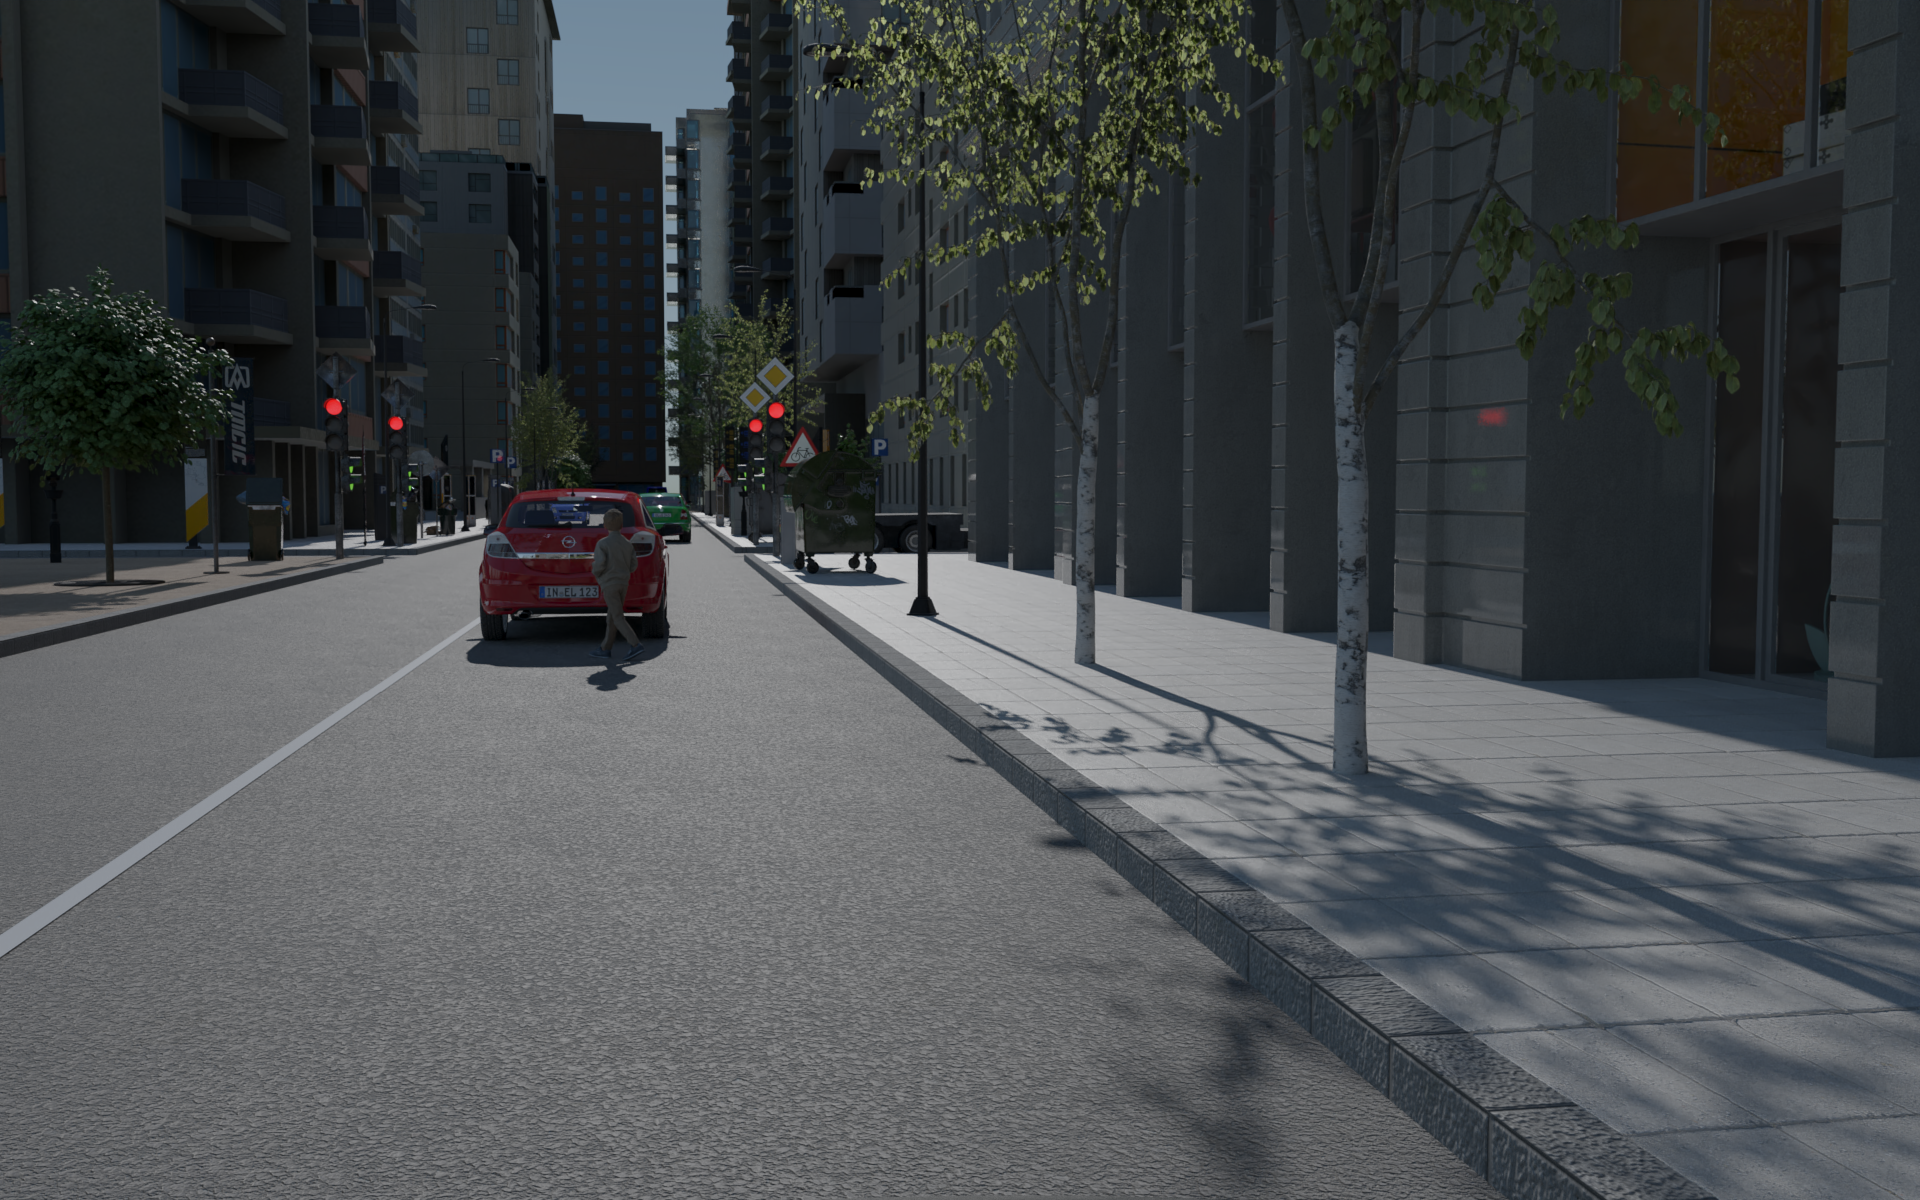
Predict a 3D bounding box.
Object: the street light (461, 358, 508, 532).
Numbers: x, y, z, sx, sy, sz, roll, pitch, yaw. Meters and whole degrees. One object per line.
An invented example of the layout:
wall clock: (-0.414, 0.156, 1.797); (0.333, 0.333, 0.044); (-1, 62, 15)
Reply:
street light: (-16.448, -5.310, 59.364); (1.470, 5.913, 1.316); (-1, 4, -10)

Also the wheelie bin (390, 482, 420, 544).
wheelie bin: (-14.396, -2.260, 44.852); (0.693, 1.594, 0.980); (-3, 4, -37)

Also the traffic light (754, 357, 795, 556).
traffic light: (-3.802, -2.853, 35.566); (0.839, 4.253, 0.868); (-1, 4, -10)

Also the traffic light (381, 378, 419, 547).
traffic light: (-13.584, -3.245, 41.983); (0.839, 4.253, 0.868); (-1, 4, -10)

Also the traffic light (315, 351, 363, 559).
traffic light: (-12.238, -2.764, 34.112); (0.839, 4.253, 0.868); (-1, 4, -10)

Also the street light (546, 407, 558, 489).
street light: (-22.145, -7.334, 92.458); (1.470, 5.913, 1.316); (-1, 4, -10)

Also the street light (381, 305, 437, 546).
street light: (-13.523, -4.282, 42.556); (1.470, 5.913, 1.316); (-1, 4, -10)

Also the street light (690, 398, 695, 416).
street light: (-12.180, -6.805, 83.808); (1.470, 5.913, 1.316); (-1, 4, -10)

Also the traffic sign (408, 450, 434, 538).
traffic sign: (-15.565, -3.053, 50.030); (0.768, 2.556, 0.104); (0, 4, -1)

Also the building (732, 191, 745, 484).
building: (-14.433, -23.979, 163.756); (14.160, 30.474, 14.107); (-1, 4, -10)

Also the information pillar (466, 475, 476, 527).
information pillar: (-19.186, -3.878, 67.895); (0.304, 2.012, 0.304); (-3, 5, -43)

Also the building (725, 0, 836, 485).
building: (-7.747, -29.816, 142.115); (22.147, 44.769, 28.867); (-1, 4, -10)

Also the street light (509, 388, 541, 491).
street light: (-19.319, -6.322, 75.913); (1.470, 5.913, 1.316); (-1, 4, -10)

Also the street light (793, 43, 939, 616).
street light: (-0.929, -2.787, 18.113); (1.470, 5.913, 1.316); (-1, 4, -10)

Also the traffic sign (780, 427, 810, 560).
traffic sign: (-3.035, -2.048, 33.495); (0.884, 2.594, 0.081); (0, 4, -7)

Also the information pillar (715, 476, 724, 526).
information pillar: (-9.742, -4.019, 70.207); (0.304, 2.012, 0.304); (-1, 4, -17)

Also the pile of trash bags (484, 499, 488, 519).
pile of trash bags: (-23.167, -4.781, 87.921); (1.912, 1.369, 3.447); (-2, 4, -23)

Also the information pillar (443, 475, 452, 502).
information pillar: (-19.374, -3.730, 65.480); (0.304, 2.012, 0.304); (-1, 4, -14)

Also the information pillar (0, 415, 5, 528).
information pillar: (-22.572, -2.995, 40.319); (0.504, 3.616, 0.183); (-1, 4, -20)

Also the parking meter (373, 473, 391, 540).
parking meter: (-16.034, -2.591, 48.067); (0.399, 1.863, 0.255); (-3, 5, -43)

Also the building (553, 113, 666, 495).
building: (-42.685, -34.115, 207.885); (14.200, 45.320, 14.600); (-1, 4, -10)

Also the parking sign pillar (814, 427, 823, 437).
parking sign pillar: (-5.758, -5.007, 70.337); (1.447, 3.967, 1.447); (-2, 4, -27)

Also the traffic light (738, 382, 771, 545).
traffic light: (-5.148, -3.334, 43.437); (0.839, 4.253, 0.868); (-1, 4, -10)

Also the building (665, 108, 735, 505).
building: (-21.149, -36.476, 215.983); (30.456, 49.044, 23.786); (-1, 4, -10)

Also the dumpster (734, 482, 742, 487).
dumpster: (-6.738, -3.102, 56.472); (1.264, 1.857, 1.865); (-1, 4, -10)

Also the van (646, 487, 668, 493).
van: (-25.722, -8.718, 146.931); (2.240, 2.365, 5.245); (-1, 4, -11)

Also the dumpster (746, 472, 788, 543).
dumpster: (-5.012, -2.465, 46.063); (1.264, 1.857, 1.865); (-1, 4, -10)

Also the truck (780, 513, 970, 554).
truck: (5.217, -3.105, 40.529); (18.799, 4.110, 2.967); (-1, 4, -9)

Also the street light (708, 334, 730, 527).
street light: (-6.497, -4.773, 50.577); (1.470, 5.913, 1.316); (-1, 4, -10)

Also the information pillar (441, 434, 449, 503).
information pillar: (-20.141, -4.673, 67.758); (0.183, 3.616, 0.504); (0, 4, 8)

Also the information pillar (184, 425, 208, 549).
information pillar: (-17.819, -2.997, 40.354); (0.504, 3.616, 0.183); (-1, 4, -16)

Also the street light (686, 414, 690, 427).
street light: (-15.100, -7.848, 100.848); (1.470, 5.913, 1.316); (-1, 4, -10)

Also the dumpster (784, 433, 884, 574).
dumpster: (-2.092, -1.594, 28.556); (1.502, 2.255, 1.985); (-1, 4, -10)

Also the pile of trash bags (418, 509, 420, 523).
pile of trash bags: (-26.001, -4.159, 77.745); (3.447, 1.369, 1.912); (-1, 4, -20)

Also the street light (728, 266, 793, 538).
street light: (-3.918, -3.852, 35.528); (1.470, 5.913, 1.316); (-1, 4, -10)

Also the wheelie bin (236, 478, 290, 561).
wheelie bin: (-13.432, -1.561, 33.427); (0.980, 1.594, 0.693); (-1, 4, -17)

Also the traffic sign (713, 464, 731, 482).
traffic sign: (-10.141, -4.535, 74.151); (0.884, 2.594, 0.081); (0, 4, -8)

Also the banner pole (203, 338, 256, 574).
banner pole: (-11.794, -2.320, 27.941); (0.863, 3.779, 0.401); (-2, 4, -29)

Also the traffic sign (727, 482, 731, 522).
traffic sign: (-10.700, -4.923, 80.604); (0.768, 2.556, 0.104); (0, 4, -8)

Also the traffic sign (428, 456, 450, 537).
traffic sign: (-15.794, -3.124, 52.266); (0.795, 2.450, 0.064); (0, 4, -7)

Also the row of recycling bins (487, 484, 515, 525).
row of recycling bins: (-19.244, -4.004, 72.574); (1.069, 1.692, 3.534); (-1, 4, -10)

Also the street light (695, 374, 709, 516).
street light: (-9.395, -5.793, 67.256); (1.470, 5.913, 1.316); (-1, 4, -10)
